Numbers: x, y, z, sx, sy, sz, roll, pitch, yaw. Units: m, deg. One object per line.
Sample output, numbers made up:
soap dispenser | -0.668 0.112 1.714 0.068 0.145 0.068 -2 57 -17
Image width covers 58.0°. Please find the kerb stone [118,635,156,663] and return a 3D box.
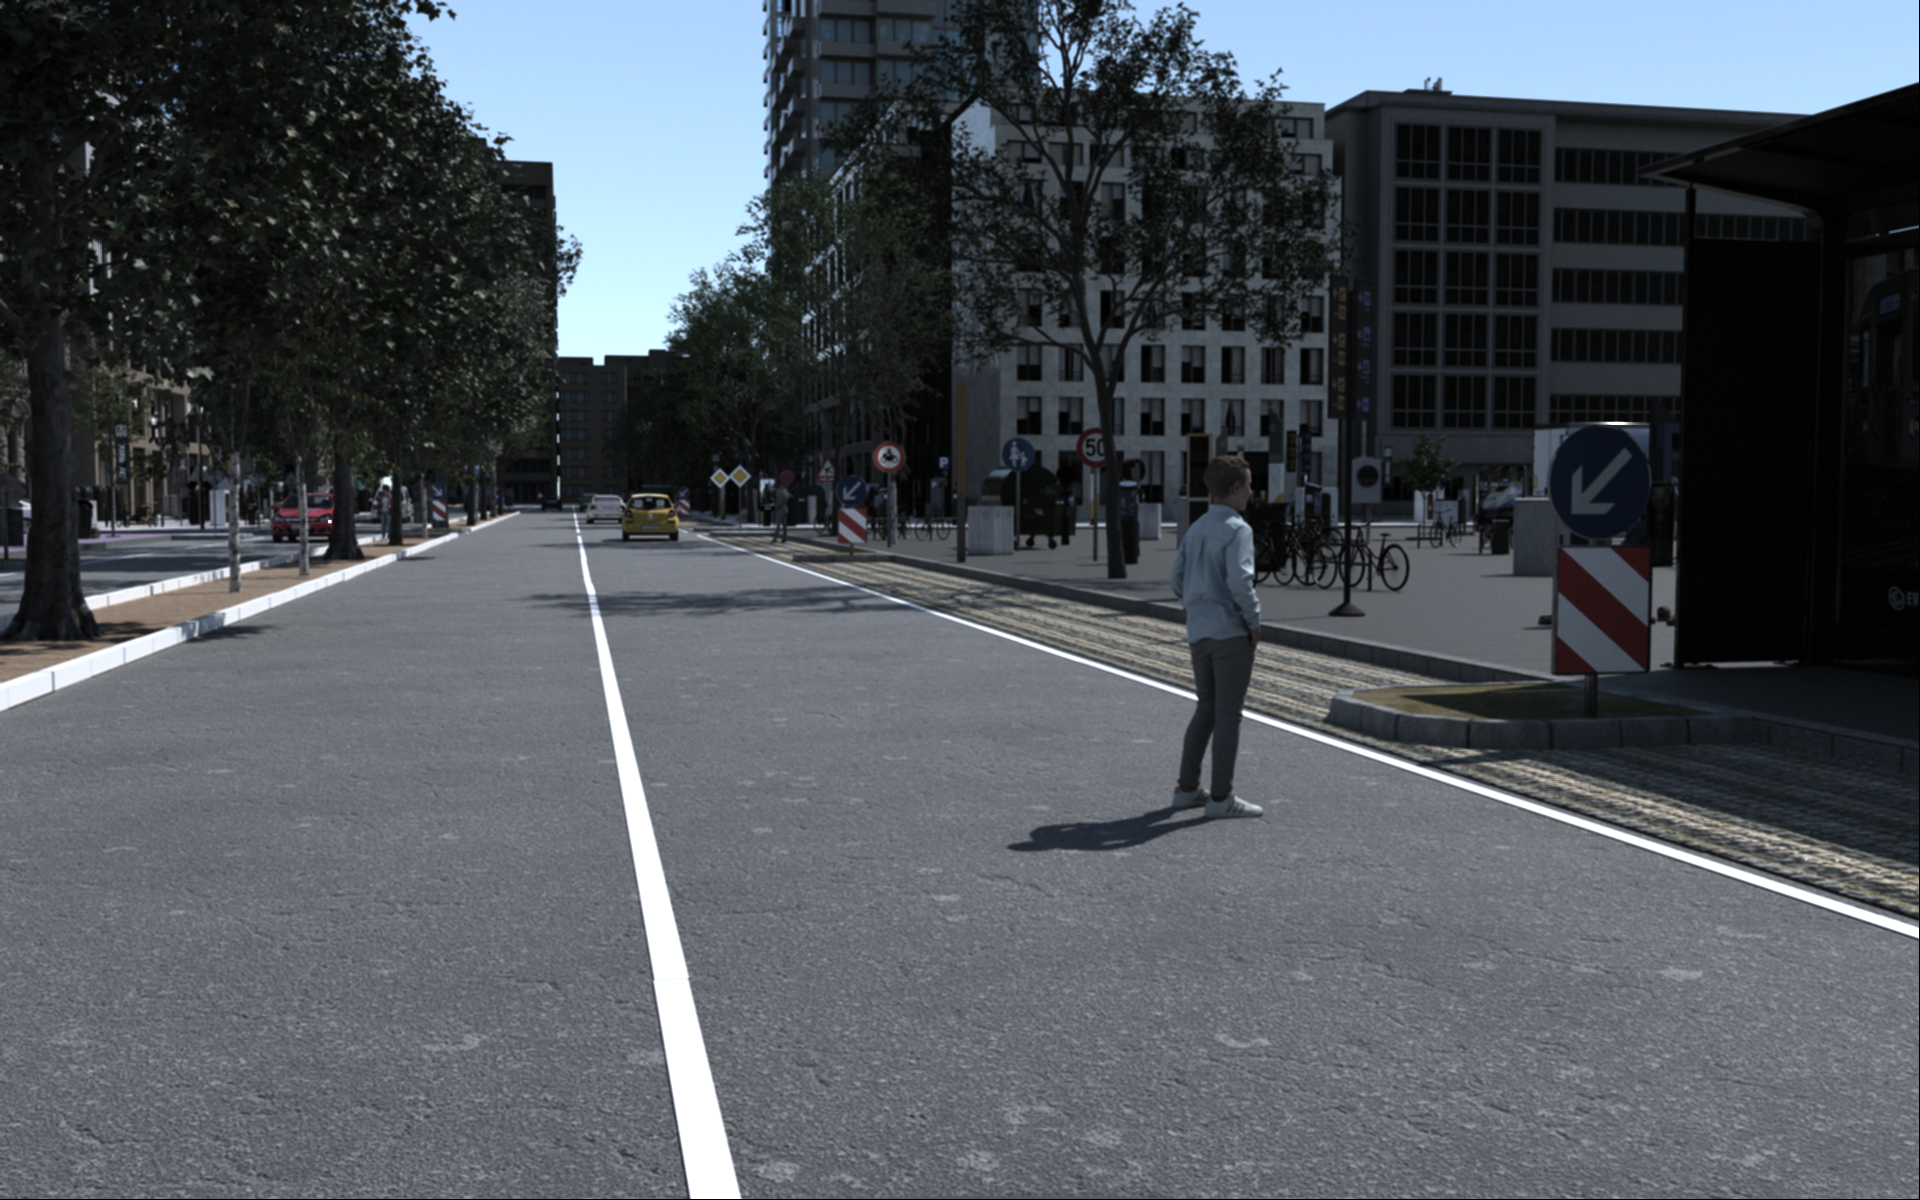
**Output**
kerb stone | -7.176 0.441 15.008 0.120 0.150 1.000 -1 4 -13

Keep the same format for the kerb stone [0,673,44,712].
kerb stone | -6.505 0.626 12.009 0.120 0.150 1.000 -1 4 -13

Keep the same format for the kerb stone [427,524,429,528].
kerb stone | -21.707 -2.929 70.082 0.120 0.150 1.000 -1 4 -13

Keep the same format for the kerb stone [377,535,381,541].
kerb stone | -17.762 -1.856 52.543 0.120 0.150 1.000 -1 4 -13

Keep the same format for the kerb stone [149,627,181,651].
kerb stone | -7.404 0.384 16.007 0.120 0.150 1.000 -1 4 -13

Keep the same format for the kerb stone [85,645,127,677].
kerb stone | -6.950 0.502 14.004 0.120 0.150 1.000 -1 4 -13

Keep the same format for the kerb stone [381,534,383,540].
kerb stone | -17.988 -1.916 53.539 0.120 0.150 1.000 -1 4 -13

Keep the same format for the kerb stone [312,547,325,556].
kerb stone | -15.063 -1.121 40.541 0.120 0.150 1.000 -1 4 -13

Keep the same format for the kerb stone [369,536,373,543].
kerb stone | -17.316 -1.734 50.538 0.120 0.150 1.000 -1 4 -13

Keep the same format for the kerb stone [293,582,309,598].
kerb stone | -9.194 -0.107 24.007 0.120 0.150 1.000 -1 4 -13

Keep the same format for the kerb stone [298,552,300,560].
kerb stone | -14.396 -0.939 37.548 0.120 0.150 1.000 -1 4 -13

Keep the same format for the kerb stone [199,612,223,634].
kerb stone | -7.852 0.256 18.012 0.120 0.150 1.000 -1 4 -13

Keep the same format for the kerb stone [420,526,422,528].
kerb stone | -21.259 -2.805 68.073 0.120 0.150 1.000 -1 4 -13

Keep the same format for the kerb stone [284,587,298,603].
kerb stone | -8.971 -0.040 23.010 0.120 0.150 1.000 -1 4 -13

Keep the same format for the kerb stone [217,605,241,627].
kerb stone | -8.073 0.195 19.009 0.120 0.150 1.000 -1 4 -13

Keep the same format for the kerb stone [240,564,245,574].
kerb stone | -12.812 -0.511 30.542 0.120 0.150 1.000 -1 4 -13

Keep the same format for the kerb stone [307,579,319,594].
kerb stone | -9.425 -0.172 25.002 0.120 0.150 1.000 -1 4 -13

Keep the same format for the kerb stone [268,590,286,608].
kerb stone | -8.746 0.011 22.012 0.120 0.150 1.000 -1 4 -13

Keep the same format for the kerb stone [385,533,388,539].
kerb stone | -18.216 -1.978 54.536 0.120 0.150 1.000 -1 4 -13

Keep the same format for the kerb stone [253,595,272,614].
kerb stone | -8.523 0.073 21.006 0.120 0.150 1.000 -1 4 -13

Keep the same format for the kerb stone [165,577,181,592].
kerb stone | -11.694 -0.204 25.538 0.120 0.150 1.000 -1 4 -13

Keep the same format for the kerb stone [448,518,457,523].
kerb stone | -25.533 -3.970 87.108 0.120 0.150 1.000 -1 4 -13

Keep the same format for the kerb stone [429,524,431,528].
kerb stone | -21.930 -2.987 71.086 0.120 0.150 1.000 -1 4 -13

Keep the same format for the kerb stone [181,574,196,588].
kerb stone | -11.915 -0.265 26.536 0.120 0.150 1.000 -1 4 -13

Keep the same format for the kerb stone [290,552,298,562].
kerb stone | -14.161 -0.875 36.541 0.120 0.150 1.000 -1 4 -13

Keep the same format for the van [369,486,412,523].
van | -28.179 -4.821 85.831 2.013 2.044 4.112 -1 4 -13

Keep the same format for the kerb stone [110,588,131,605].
kerb stone | -11.014 -0.015 22.536 0.120 0.150 1.000 -1 4 -13

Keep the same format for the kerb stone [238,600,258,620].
kerb stone | -8.294 0.134 20.007 0.120 0.150 1.000 -1 4 -13

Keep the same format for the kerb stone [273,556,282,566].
kerb stone | -13.718 -0.750 34.543 0.120 0.150 1.000 -1 4 -13

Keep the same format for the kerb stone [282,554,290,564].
kerb stone | -13.946 -0.816 35.539 0.120 0.150 1.000 -1 4 -13

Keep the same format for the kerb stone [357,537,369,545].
kerb stone | -17.094 -1.672 49.530 0.120 0.150 1.000 -1 4 -13

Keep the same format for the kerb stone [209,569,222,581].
kerb stone | -12.370 -0.388 28.547 0.120 0.150 1.000 -1 4 -13

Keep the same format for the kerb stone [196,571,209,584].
kerb stone | -12.149 -0.326 27.549 0.120 0.150 1.000 -1 4 -13

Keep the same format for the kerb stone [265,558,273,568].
kerb stone | -13.505 -0.694 33.543 0.120 0.150 1.000 -1 4 -13

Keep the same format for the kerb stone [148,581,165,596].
kerb stone | -11.475 -0.138 24.535 0.120 0.150 1.000 -1 4 -13

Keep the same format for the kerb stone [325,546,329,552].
kerb stone | -15.286 -1.183 41.538 0.120 0.150 1.000 -1 4 -13

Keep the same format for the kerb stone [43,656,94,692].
kerb stone | -6.722 0.562 13.007 0.120 0.150 1.000 -1 4 -13

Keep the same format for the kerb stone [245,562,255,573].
kerb stone | -13.048 -0.572 31.550 0.120 0.150 1.000 -1 4 -13

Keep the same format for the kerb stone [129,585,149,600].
kerb stone | -11.248 -0.080 23.535 0.120 0.150 1.000 -1 4 -13

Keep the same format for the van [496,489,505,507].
van | -52.329 -11.643 194.754 2.240 2.365 5.245 -1 4 -14

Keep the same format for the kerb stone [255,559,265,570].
kerb stone | -13.267 -0.633 32.548 0.120 0.150 1.000 -1 4 -13

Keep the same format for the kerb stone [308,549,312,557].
kerb stone | -14.622 -0.999 38.545 0.120 0.150 1.000 -1 4 -13

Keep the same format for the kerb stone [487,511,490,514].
kerb stone | -34.982 -6.540 129.122 0.120 0.150 1.000 -1 4 -13

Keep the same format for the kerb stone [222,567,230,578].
kerb stone | -12.595 -0.447 29.544 0.120 0.150 1.000 -1 4 -13

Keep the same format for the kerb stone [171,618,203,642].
kerb stone | -7.632 0.317 17.010 0.120 0.150 1.000 -1 4 -13

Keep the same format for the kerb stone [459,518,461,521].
kerb stone | -26.213 -4.154 90.112 0.120 0.150 1.000 -1 4 -13

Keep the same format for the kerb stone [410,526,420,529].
kerb stone | -20.812 -2.684 66.078 0.120 0.150 1.000 -1 4 -13

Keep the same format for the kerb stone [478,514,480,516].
kerb stone | -32.061 -5.742 116.115 0.120 0.150 1.000 -1 4 -13

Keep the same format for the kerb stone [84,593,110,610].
kerb stone | -10.796 0.040 21.537 0.120 0.150 1.000 -1 4 -13

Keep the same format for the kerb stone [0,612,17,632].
kerb stone | -10.123 0.226 18.538 0.120 0.150 1.000 -1 4 -13

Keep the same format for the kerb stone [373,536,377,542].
kerb stone | -17.537 -1.795 51.536 0.120 0.150 1.000 -1 4 -13
